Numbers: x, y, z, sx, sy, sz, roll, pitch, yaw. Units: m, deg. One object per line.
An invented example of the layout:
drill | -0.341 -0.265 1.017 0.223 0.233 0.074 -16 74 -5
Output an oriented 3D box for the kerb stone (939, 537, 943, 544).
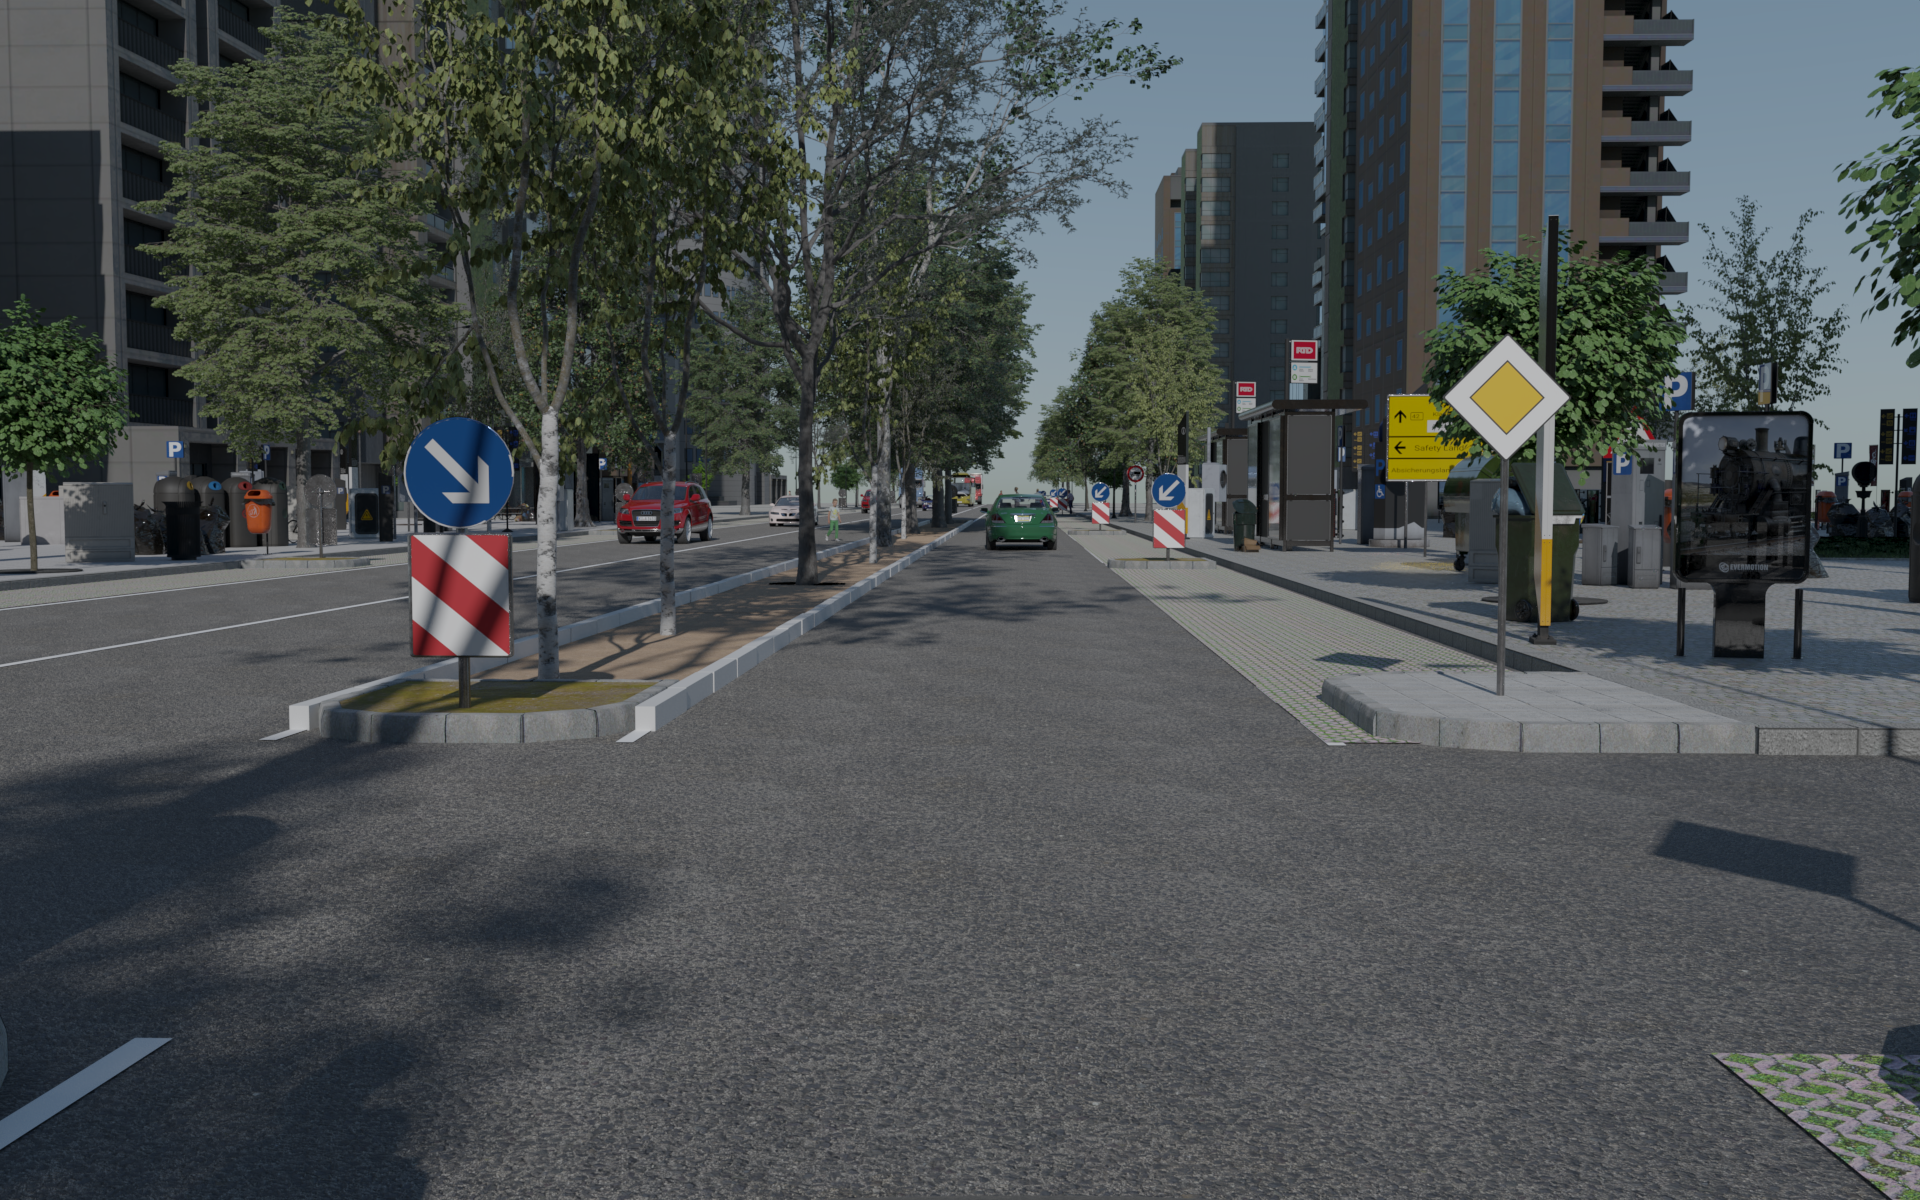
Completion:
kerb stone | -0.631 -1.630 48.854 0.120 0.150 1.000 0 4 2

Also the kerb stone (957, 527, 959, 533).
kerb stone | -0.185 -2.446 62.185 0.120 0.150 1.000 0 4 2

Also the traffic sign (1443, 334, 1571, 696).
traffic sign | 3.439 -0.448 10.966 0.795 2.450 0.064 0 4 2

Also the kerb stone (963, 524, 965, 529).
kerb stone | 0.016 -2.822 68.341 0.120 0.150 1.000 0 4 2

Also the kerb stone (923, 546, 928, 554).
kerb stone | -0.907 -1.124 40.657 0.120 0.150 1.000 0 4 2

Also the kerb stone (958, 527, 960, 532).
kerb stone | -0.159 -2.508 63.206 0.120 0.150 1.000 0 4 2

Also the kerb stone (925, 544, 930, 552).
kerb stone | -0.867 -1.192 41.686 0.120 0.150 1.000 0 4 2

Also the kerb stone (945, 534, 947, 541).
kerb stone | -0.533 -1.815 51.938 0.120 0.150 1.000 0 4 2

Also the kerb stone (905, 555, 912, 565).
kerb stone | -1.104 -0.752 34.497 0.120 0.150 1.000 0 4 2

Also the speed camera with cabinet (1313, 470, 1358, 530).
speed camera with cabinet | 13.597 -4.128 61.821 0.660 3.252 2.038 -3 5 -42

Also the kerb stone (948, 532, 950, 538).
kerb stone | -0.458 -1.943 53.980 0.120 0.150 1.000 0 4 2

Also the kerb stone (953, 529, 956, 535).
kerb stone | -0.298 -2.257 59.103 0.120 0.150 1.000 0 4 2

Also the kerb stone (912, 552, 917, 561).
kerb stone | -1.043 -0.878 36.557 0.120 0.150 1.000 0 4 2

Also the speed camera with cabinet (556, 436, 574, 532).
speed camera with cabinet | -13.764 -3.977 59.353 0.660 3.252 2.038 0 4 0

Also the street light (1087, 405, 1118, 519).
street light | 7.535 -7.221 90.611 1.470 5.913 1.316 0 4 2

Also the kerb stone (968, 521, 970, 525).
kerb stone | 0.247 -3.260 75.498 0.120 0.150 1.000 0 4 2

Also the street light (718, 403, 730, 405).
street light | -12.385 -7.074 88.204 1.470 5.913 1.316 0 4 2

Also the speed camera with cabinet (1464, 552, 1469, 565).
speed camera with cabinet | 9.805 -2.291 31.788 0.660 3.252 2.038 2 4 30

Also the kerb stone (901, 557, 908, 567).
kerb stone | -1.138 -0.690 33.475 0.120 0.150 1.000 0 4 2

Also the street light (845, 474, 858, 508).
street light | -9.992 -11.473 160.130 1.470 5.913 1.316 0 4 2

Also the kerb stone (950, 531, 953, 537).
kerb stone | -0.397 -2.069 56.030 0.120 0.150 1.000 0 4 2

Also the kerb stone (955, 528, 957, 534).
kerb stone | -0.255 -2.320 60.126 0.120 0.150 1.000 0 4 2

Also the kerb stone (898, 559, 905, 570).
kerb stone | -1.167 -0.625 32.448 0.120 0.150 1.000 0 4 2

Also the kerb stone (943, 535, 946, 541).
kerb stone | -0.561 -1.754 50.914 0.120 0.150 1.000 0 4 2

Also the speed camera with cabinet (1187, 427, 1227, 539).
speed camera with cabinet | 7.219 -3.446 50.672 0.660 3.252 2.038 2 4 27

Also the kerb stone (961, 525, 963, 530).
kerb stone | -0.050 -2.697 66.289 0.120 0.150 1.000 0 4 2

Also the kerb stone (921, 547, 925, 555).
kerb stone | -0.937 -1.066 39.627 0.120 0.150 1.000 0 4 2

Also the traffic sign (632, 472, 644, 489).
traffic sign | -15.391 -5.061 82.751 0.884 2.594 0.081 0 4 5

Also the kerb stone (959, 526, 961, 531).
kerb stone | -0.126 -2.571 64.232 0.120 0.150 1.000 0 4 2

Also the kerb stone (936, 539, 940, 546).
kerb stone | -0.703 -1.499 46.796 0.120 0.150 1.000 0 4 2

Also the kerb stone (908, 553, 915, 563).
kerb stone | -1.068 -0.815 35.529 0.120 0.150 1.000 0 4 2

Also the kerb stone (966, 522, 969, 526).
kerb stone | 0.183 -3.135 73.448 0.120 0.150 1.000 0 4 2

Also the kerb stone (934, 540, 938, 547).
kerb stone | -0.735 -1.439 45.774 0.120 0.150 1.000 0 4 2

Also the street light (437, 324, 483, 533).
street light | -13.745 -4.586 47.523 1.470 5.913 1.316 0 4 2

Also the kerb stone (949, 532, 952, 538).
kerb stone | -0.427 -2.007 55.009 0.120 0.150 1.000 0 4 2

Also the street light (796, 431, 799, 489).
street light | -11.222 -9.281 124.287 1.470 5.913 1.316 0 4 2

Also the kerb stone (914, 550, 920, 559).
kerb stone | -1.008 -0.941 37.579 0.120 0.150 1.000 0 4 2

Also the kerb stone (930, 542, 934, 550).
kerb stone | -0.808 -1.317 43.732 0.120 0.150 1.000 0 4 2

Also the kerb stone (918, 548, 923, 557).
kerb stone | -0.977 -1.004 38.603 0.120 0.150 1.000 0 4 2

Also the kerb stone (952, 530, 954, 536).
kerb stone | -0.356 -2.132 57.060 0.120 0.150 1.000 0 4 2

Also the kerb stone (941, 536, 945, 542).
kerb stone | -0.592 -1.693 49.884 0.120 0.150 1.000 0 4 2

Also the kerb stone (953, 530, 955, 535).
kerb stone | -0.326 -2.194 58.082 0.120 0.150 1.000 0 4 2

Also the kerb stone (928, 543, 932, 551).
kerb stone | -0.837 -1.255 42.707 0.120 0.150 1.000 0 4 2

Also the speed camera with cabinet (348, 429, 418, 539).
speed camera with cabinet | -16.625 -3.413 50.143 2.038 3.252 0.660 -2 4 -23

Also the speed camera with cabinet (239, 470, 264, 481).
speed camera with cabinet | -26.406 -4.379 65.931 0.660 3.252 2.038 2 4 26

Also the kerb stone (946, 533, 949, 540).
kerb stone | -0.490 -1.882 52.959 0.120 0.150 1.000 0 4 2

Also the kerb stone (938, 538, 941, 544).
kerb stone | -0.663 -1.565 47.829 0.120 0.150 1.000 0 4 2

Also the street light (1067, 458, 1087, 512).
street light | 8.674 -9.437 126.843 1.470 5.913 1.316 0 4 2

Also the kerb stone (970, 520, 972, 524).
kerb stone | 0.358 -3.447 78.563 0.120 0.150 1.000 0 4 2

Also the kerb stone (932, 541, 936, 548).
kerb stone | -0.770 -1.377 44.753 0.120 0.150 1.000 0 4 2

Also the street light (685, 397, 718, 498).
street light | -12.579 -6.760 83.059 1.470 5.913 1.316 0 4 2

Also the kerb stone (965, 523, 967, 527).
kerb stone | 0.110 -3.009 71.406 0.120 0.150 1.000 0 4 2

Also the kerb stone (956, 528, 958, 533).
kerb stone | -0.225 -2.381 61.156 0.120 0.150 1.000 0 4 2
